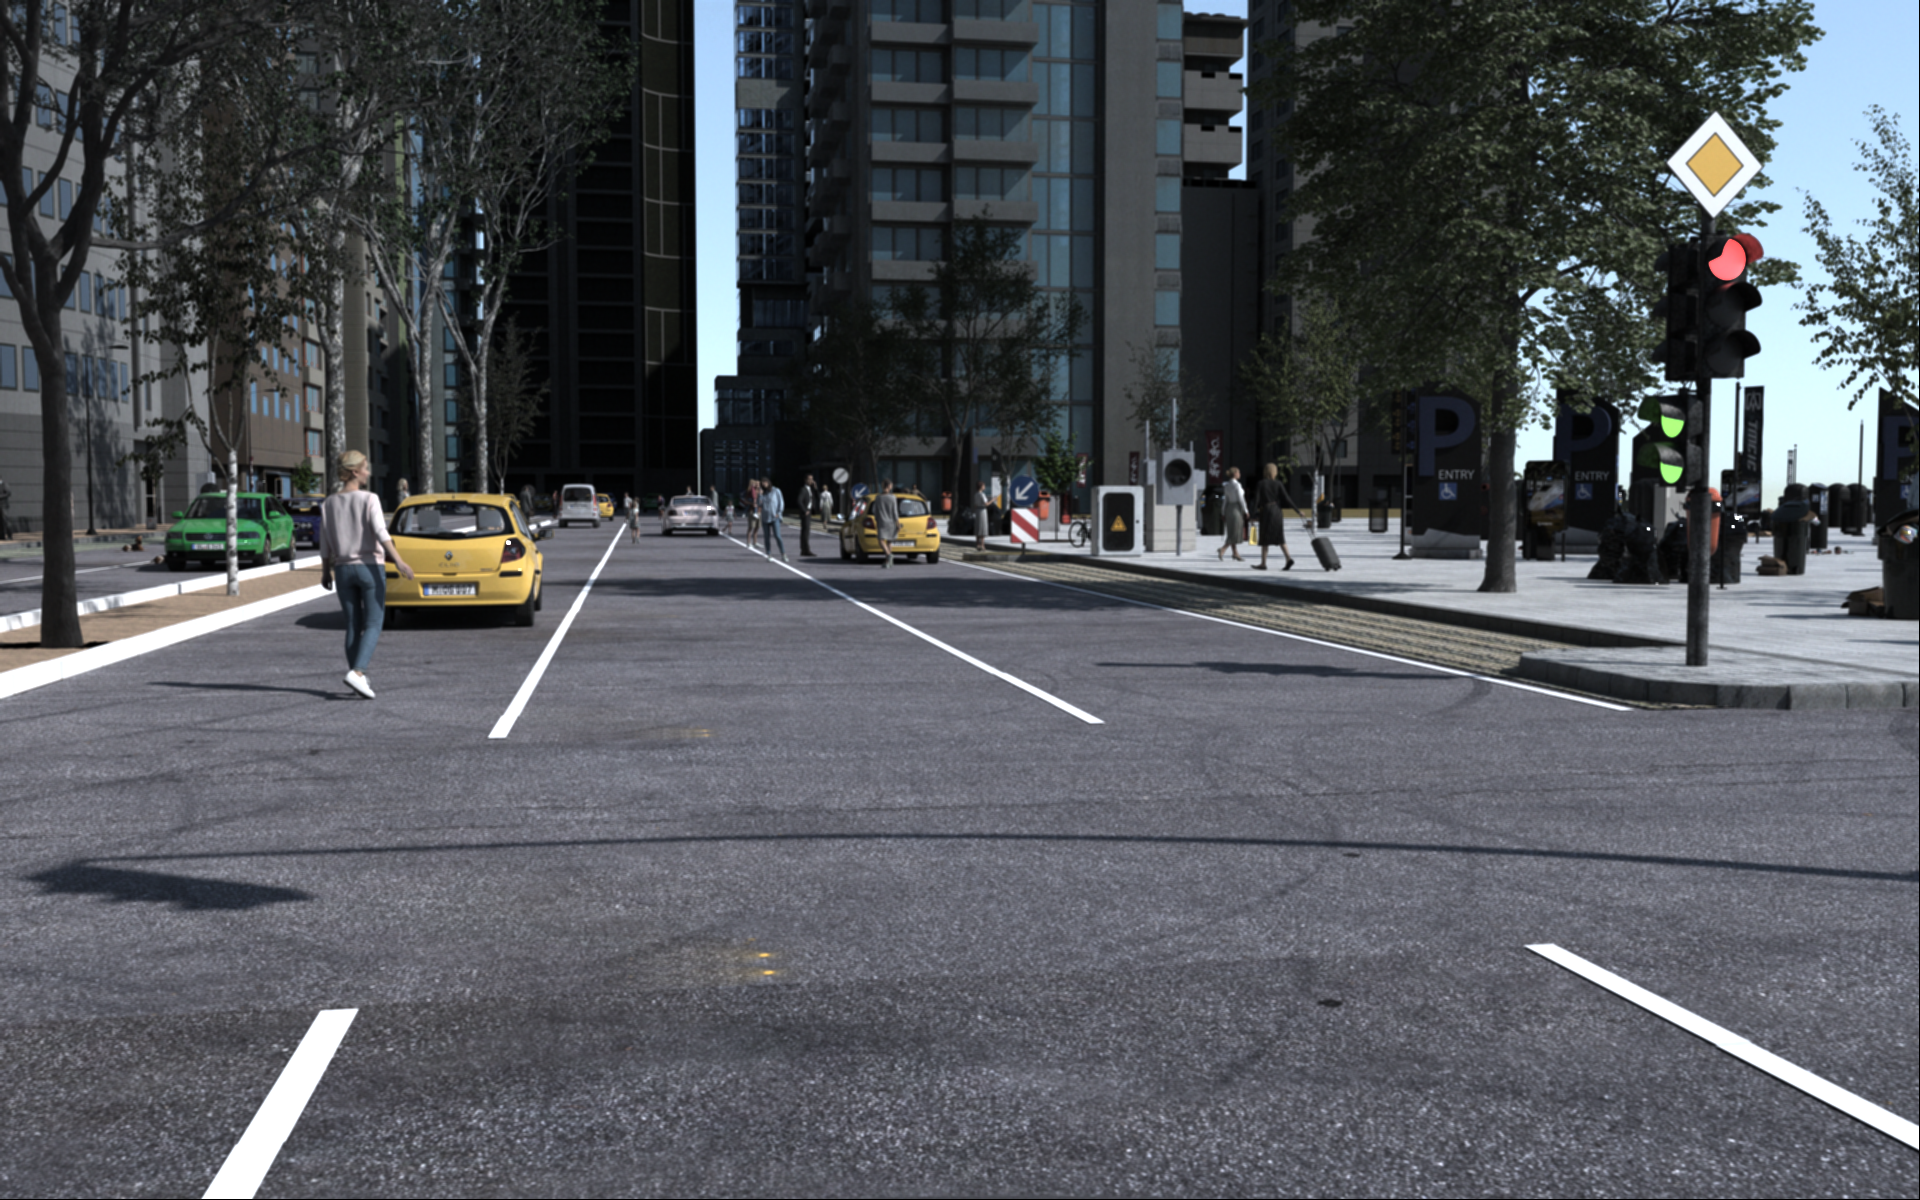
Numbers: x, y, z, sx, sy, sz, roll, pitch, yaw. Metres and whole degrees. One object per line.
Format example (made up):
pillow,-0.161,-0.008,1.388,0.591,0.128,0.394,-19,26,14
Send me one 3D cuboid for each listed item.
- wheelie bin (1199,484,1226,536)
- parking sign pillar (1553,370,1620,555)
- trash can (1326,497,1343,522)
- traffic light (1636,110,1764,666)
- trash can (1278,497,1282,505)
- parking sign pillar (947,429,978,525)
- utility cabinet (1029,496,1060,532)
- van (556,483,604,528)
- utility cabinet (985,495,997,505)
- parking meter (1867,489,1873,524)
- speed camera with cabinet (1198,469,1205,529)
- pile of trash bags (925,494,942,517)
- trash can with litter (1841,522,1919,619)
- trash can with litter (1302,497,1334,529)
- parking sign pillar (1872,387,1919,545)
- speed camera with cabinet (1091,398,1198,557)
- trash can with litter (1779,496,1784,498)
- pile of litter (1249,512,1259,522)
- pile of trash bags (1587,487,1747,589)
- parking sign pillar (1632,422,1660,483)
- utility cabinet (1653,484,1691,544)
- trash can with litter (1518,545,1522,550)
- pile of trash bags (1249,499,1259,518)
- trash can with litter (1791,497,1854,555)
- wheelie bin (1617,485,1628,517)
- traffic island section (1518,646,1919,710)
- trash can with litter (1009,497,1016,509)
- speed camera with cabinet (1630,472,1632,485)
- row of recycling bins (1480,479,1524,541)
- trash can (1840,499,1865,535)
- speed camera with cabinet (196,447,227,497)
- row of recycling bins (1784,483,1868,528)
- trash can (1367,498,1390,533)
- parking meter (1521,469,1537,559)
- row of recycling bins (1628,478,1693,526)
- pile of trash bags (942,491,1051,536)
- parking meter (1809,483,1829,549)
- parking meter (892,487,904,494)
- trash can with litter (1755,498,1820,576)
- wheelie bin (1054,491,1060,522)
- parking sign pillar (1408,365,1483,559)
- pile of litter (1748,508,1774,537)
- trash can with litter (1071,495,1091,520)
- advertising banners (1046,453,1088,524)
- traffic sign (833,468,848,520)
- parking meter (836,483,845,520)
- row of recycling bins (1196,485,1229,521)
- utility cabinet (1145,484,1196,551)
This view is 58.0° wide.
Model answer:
wheelie bin,7.904,-2.799,53.677,0.980,1.594,0.693,-3,4,-36
parking sign pillar,13.447,-2.982,37.226,1.447,3.967,1.447,2,4,28
trash can,16.957,-4.087,78.478,0.748,1.137,0.748,0,3,0
traffic light,5.493,-1.463,12.842,0.839,4.253,0.868,-1,4,-10
trash can,13.400,-3.828,74.249,0.748,1.137,0.748,0,3,0
parking sign pillar,0.185,-5.114,72.080,1.447,3.967,1.447,-3,4,-39
utility cabinet,2.856,-2.920,58.903,1.020,1.237,0.306,-1,4,-10
van,-16.326,-4.119,74.349,2.013,2.044,4.112,-1,4,-10
utility cabinet,1.457,-4.414,83.328,0.306,1.237,1.020,-1,4,-21
parking meter,39.409,-4.082,75.155,0.372,1.533,0.369,0,3,0
speed camera with cabinet,9.001,-4.264,64.054,0.660,3.252,2.038,-1,4,-18
pile of trash bags,-1.978,-4.718,86.895,3.447,1.369,1.912,-2,4,-24
trash can with litter,9.612,-0.402,17.953,0.624,1.170,1.055,-1,4,-16
trash can with litter,13.234,-3.219,64.018,1.055,1.170,0.624,0,4,-5
parking sign pillar,23.655,-3.351,43.265,1.447,3.967,1.447,1,4,17
speed camera with cabinet,3.747,-2.522,35.565,2.038,3.252,0.660,-1,4,-8
trash can with litter,42.234,-4.723,88.609,0.624,1.170,1.055,1,4,15
pile of litter,14.060,-4.033,79.908,1.719,0.858,1.176,2,4,28
pile of trash bags,10.273,-0.921,24.811,1.912,1.369,3.447,0,4,8
parking sign pillar,22.368,-4.123,55.884,1.447,3.967,1.447,-2,4,-33
utility cabinet,16.412,-1.908,39.880,1.173,1.500,0.318,-3,5,-40
trash can with litter,13.348,-1.776,40.103,2.233,1.210,1.678,1,4,12
pile of trash bags,13.401,-4.781,87.921,3.447,1.369,1.912,-1,4,-23
trash can with litter,18.448,-1.603,37.264,2.233,1.210,1.678,-1,4,-19
wheelie bin,23.567,-3.322,62.221,0.693,1.594,0.980,-1,4,-14
traffic island section,5.534,0.570,12.963,2.009,0.180,2.903,-1,4,-10
trash can with litter,1.955,-4.165,79.151,2.233,1.210,1.678,-1,4,-15
speed camera with cabinet,27.483,-4.518,68.205,2.038,3.252,0.660,2,4,24
row of recycling bins,14.343,-2.539,48.632,3.534,1.692,1.069,2,4,27
trash can,28.349,-2.655,55.055,0.748,1.137,0.748,0,3,0
speed camera with cabinet,-31.680,-4.837,73.418,0.660,3.252,2.038,0,4,0
row of recycling bins,33.270,-3.631,66.478,3.534,1.692,1.069,-1,4,-15
trash can,13.873,-2.799,57.414,0.748,1.137,0.748,0,3,0
parking meter,11.331,-1.750,34.322,0.399,1.863,0.255,1,4,22
row of recycling bins,18.122,-2.315,44.958,1.069,1.692,3.534,0,4,7
pile of trash bags,1.449,-2.709,54.045,3.447,1.369,1.912,-3,4,-39
parking meter,20.160,-1.971,40.639,0.372,1.533,0.369,0,3,0
parking meter,-2.844,-4.237,77.682,0.372,1.533,0.369,0,3,0
trash can with litter,13.067,-0.978,27.376,1.055,1.170,0.624,-3,5,-41
wheelie bin,4.517,-4.311,78.388,0.980,1.594,0.693,-2,4,-29
parking sign pillar,9.755,-2.827,34.692,1.447,3.967,1.447,1,4,9
pile of litter,24.406,-2.340,52.222,1.719,0.858,1.176,2,4,32
trash can with litter,5.972,-4.597,86.219,2.233,1.210,1.678,3,5,44
advertising banners,4.481,-4.743,73.736,2.074,3.025,0.090,-1,4,-15
traffic sign,-5.802,-5.143,84.196,0.768,2.556,0.104,0,4,-3
parking meter,-5.827,-4.824,84.589,0.255,1.863,0.399,3,4,36
row of recycling bins,11.362,-4.614,82.555,3.534,1.692,1.069,3,5,43
utility cabinet,4.682,-1.824,38.495,1.173,1.500,0.318,-2,4,-30
